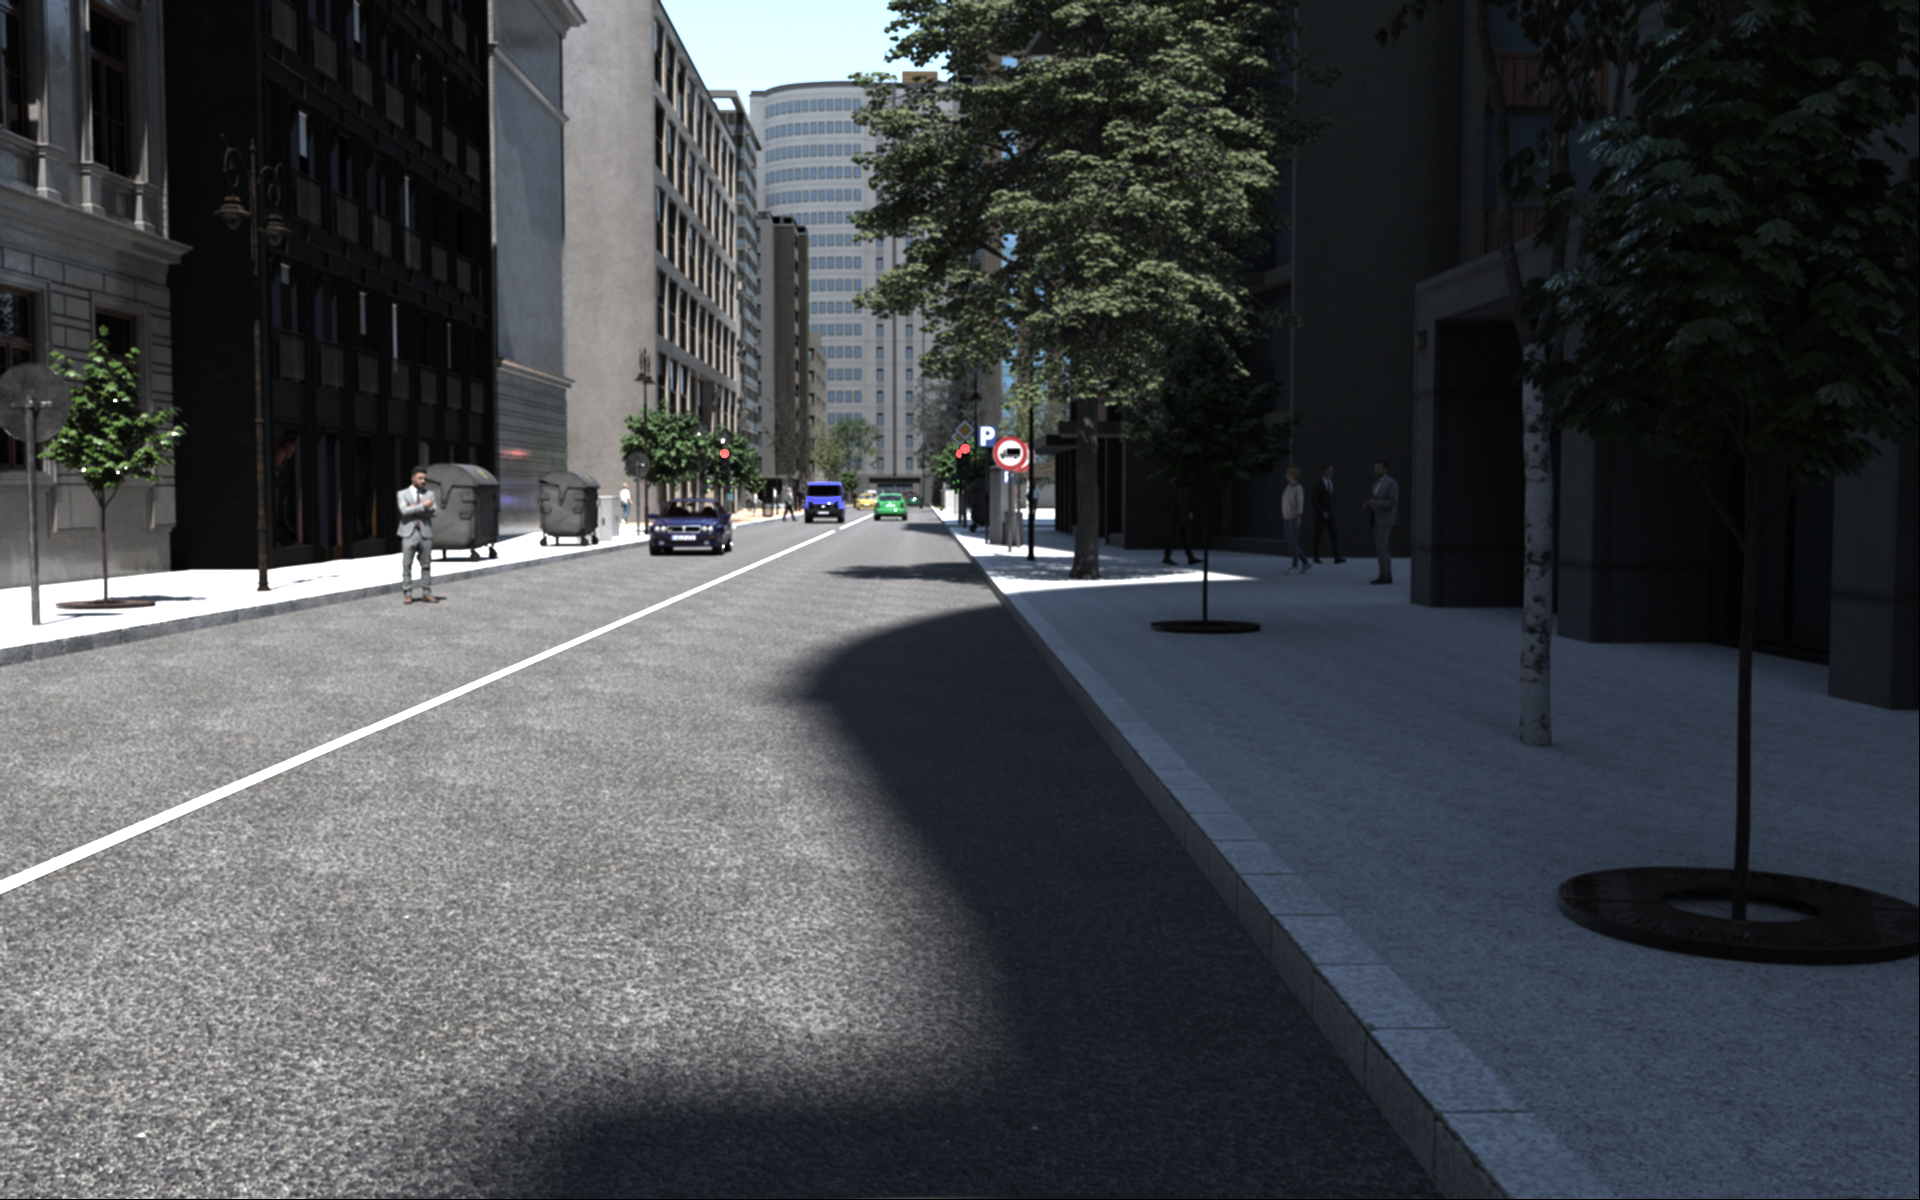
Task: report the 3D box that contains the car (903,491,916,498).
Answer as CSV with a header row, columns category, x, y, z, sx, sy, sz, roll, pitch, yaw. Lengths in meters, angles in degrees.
category,x,y,z,sx,sy,sz,roll,pitch,yaw
car,-5.992,-12.066,205.952,2.281,1.827,5.304,0,4,-1

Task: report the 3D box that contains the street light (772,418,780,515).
category,x,y,z,sx,sy,sz,roll,pitch,yaw
street light,-11.106,-8.094,105.119,0.468,5.910,1.993,0,4,-1

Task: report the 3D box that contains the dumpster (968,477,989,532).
category,x,y,z,sx,sy,sz,roll,pitch,yaw
dumpster,0.935,-3.233,58.619,1.264,1.857,1.865,0,4,-1

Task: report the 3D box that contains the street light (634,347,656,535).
category,x,y,z,sx,sy,sz,roll,pitch,yaw
street light,-9.914,-5.007,54.644,0.468,5.910,1.993,0,4,-1

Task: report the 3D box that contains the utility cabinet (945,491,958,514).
category,x,y,z,sx,sy,sz,roll,pitch,yaw
utility cabinet,-0.348,-6.070,107.925,1.173,1.500,0.318,0,4,-3

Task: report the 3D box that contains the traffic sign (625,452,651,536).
category,x,y,z,sx,sy,sz,roll,pitch,yaw
traffic sign,-9.738,-3.196,52.361,0.768,2.556,0.104,0,4,2

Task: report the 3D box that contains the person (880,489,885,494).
category,x,y,z,sx,sy,sz,roll,pitch,yaw
person,-5.776,-7.439,130.408,0.520,1.790,0.573,-2,4,-27

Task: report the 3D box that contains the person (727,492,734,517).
category,x,y,z,sx,sy,sz,roll,pitch,yaw
person,-12.496,-5.356,93.954,0.444,1.785,0.601,-1,4,-17

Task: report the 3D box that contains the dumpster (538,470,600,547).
category,x,y,z,sx,sy,sz,roll,pitch,yaw
dumpster,-9.692,-2.272,42.903,1.264,1.857,1.865,0,4,-1

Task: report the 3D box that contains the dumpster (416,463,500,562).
category,x,y,z,sx,sy,sz,roll,pitch,yaw
dumpster,-9.642,-1.677,33.179,1.264,1.857,1.865,0,4,-1

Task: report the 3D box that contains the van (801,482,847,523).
category,x,y,z,sx,sy,sz,roll,pitch,yaw
van,-6.772,-5.049,86.934,2.240,2.365,5.245,0,4,-2

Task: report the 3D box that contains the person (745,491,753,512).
category,x,y,z,sx,sy,sz,roll,pitch,yaw
person,-15.168,-7.231,124.447,0.592,1.802,0.473,0,4,-8

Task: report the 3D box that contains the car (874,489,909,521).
category,x,y,z,sx,sy,sz,roll,pitch,yaw
car,-3.786,-5.280,95.120,1.959,1.807,4.718,0,4,-1

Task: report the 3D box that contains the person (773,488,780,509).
category,x,y,z,sx,sy,sz,roll,pitch,yaw
person,-15.468,-8.499,145.095,0.850,1.850,0.679,0,4,5

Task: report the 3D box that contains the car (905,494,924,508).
category,x,y,z,sx,sy,sz,roll,pitch,yaw
car,-4.659,-9.903,173.715,2.131,1.459,4.920,0,4,-2

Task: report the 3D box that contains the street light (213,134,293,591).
category,x,y,z,sx,sy,sz,roll,pitch,yaw
street light,-9.214,-3.055,22.736,0.468,5.910,1.993,0,4,-1

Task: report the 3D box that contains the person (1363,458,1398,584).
category,x,y,z,sx,sy,sz,roll,pitch,yaw
person,5.972,-1.135,24.797,0.583,1.804,0.606,-1,4,-20

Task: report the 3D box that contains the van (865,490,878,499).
category,x,y,z,sx,sy,sz,roll,pitch,yaw
van,-10.048,-11.493,194.918,2.013,2.044,4.112,0,4,-1

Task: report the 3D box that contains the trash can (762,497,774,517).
category,x,y,z,sx,sy,sz,roll,pitch,yaw
trash can,-10.634,-5.148,95.830,0.748,1.137,0.748,0,3,0

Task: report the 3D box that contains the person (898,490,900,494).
category,x,y,z,sx,sy,sz,roll,pitch,yaw
person,-6.253,-10.431,178.980,0.705,1.831,1.348,1,4,9

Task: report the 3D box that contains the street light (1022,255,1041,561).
category,x,y,z,sx,sy,sz,roll,pitch,yaw
street light,1.375,-3.703,33.329,0.468,5.910,1.993,0,4,-1

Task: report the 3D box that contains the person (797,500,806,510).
category,x,y,z,sx,sy,sz,roll,pitch,yaw
person,-12.838,-7.993,142.231,1.012,1.151,0.738,3,4,37

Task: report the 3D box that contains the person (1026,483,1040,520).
category,x,y,z,sx,sy,sz,roll,pitch,yaw
person,3.656,-4.929,86.731,0.679,1.850,0.850,0,4,6

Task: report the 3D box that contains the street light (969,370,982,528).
category,x,y,z,sx,sy,sz,roll,pitch,yaw
street light,0.581,-5.637,64.950,0.468,5.910,1.993,0,4,-1

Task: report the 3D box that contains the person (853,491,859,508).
category,x,y,z,sx,sy,sz,roll,pitch,yaw
person,-10.466,-10.090,173.998,0.721,1.766,1.217,-2,4,-31

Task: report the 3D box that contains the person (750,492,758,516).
category,x,y,z,sx,sy,sz,roll,pitch,yaw
person,-12.167,-5.755,102.738,0.503,1.515,0.523,1,4,23

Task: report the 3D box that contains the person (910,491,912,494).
category,x,y,z,sx,sy,sz,roll,pitch,yaw
person,-5.709,-11.563,198.242,0.721,1.739,1.217,0,4,7

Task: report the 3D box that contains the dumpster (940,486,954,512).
category,x,y,z,sx,sy,sz,roll,pitch,yaw
dumpster,-0.860,-7.414,126.976,1.264,1.857,1.865,0,4,-1

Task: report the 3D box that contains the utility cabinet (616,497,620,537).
category,x,y,z,sx,sy,sz,roll,pitch,yaw
utility cabinet,-10.444,-2.483,51.758,0.306,1.237,1.020,0,4,6

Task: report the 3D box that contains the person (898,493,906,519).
category,x,y,z,sx,sy,sz,roll,pitch,yaw
person,-3.308,-5.312,97.940,0.523,1.515,0.503,0,4,-3

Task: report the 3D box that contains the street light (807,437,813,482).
category,x,y,z,sx,sy,sz,roll,pitch,yaw
street light,-11.886,-10.028,136.741,0.468,5.910,1.993,0,4,-1

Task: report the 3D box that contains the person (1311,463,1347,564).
category,x,y,z,sx,sy,sz,roll,pitch,yaw
person,6.804,-1.599,31.970,0.659,1.850,0.755,-2,4,-27

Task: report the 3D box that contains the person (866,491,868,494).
category,x,y,z,sx,sy,sz,roll,pitch,yaw
person,-9.919,-10.831,186.305,0.721,1.735,1.217,2,4,27

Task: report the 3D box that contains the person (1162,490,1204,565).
category,x,y,z,sx,sy,sz,roll,pitch,yaw
person,4.037,-1.558,31.291,0.755,1.850,0.659,1,4,12

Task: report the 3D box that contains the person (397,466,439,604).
category,x,y,z,sx,sy,sz,roll,pitch,yaw
person,-7.088,-0.857,22.688,0.466,1.800,0.511,3,5,43

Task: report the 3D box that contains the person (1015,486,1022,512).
category,x,y,z,sx,sy,sz,roll,pitch,yaw
person,3.924,-6.831,117.702,0.580,1.828,0.573,-1,4,-14

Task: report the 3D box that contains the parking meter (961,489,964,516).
category,x,y,z,sx,sy,sz,roll,pitch,yaw
parking meter,0.155,-5.949,102.972,0.399,1.863,0.255,-3,5,-39

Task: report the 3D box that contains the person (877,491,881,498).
category,x,y,z,sx,sy,sz,roll,pitch,yaw
person,-8.699,-11.013,189.285,0.721,1.735,1.217,2,4,33

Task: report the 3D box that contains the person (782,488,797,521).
category,x,y,z,sx,sy,sz,roll,pitch,yaw
person,-8.971,-5.050,91.466,0.834,1.777,0.661,0,4,4

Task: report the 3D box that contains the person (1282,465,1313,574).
category,x,y,z,sx,sy,sz,roll,pitch,yaw
person,5.400,-1.288,27.766,0.598,1.740,0.731,-2,4,-23

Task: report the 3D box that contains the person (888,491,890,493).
category,x,y,z,sx,sy,sz,roll,pitch,yaw
person,-8.966,-12.958,219.989,0.705,1.869,1.348,3,5,44

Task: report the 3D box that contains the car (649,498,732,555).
category,x,y,z,sx,sy,sz,roll,pitch,yaw
car,-6.481,-1.790,41.855,1.945,1.354,3.894,0,4,-3

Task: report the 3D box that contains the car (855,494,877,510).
category,x,y,z,sx,sy,sz,roll,pitch,yaw
car,-8.387,-8.899,155.728,2.015,1.641,3.980,0,4,-3

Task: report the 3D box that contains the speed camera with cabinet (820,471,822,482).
category,x,y,z,sx,sy,sz,roll,pitch,yaw
speed camera with cabinet,-11.812,-9.386,147.789,0.660,3.252,2.038,0,4,7

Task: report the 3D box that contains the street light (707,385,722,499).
category,x,y,z,sx,sy,sz,roll,pitch,yaw
street light,-10.398,-6.159,73.495,0.468,5.910,1.993,0,4,-1

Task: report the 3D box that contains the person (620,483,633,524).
category,x,y,z,sx,sy,sz,roll,pitch,yaw
person,-14.174,-4.079,73.414,0.731,1.740,0.598,1,4,22

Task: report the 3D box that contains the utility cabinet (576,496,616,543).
category,x,y,z,sx,sy,sz,roll,pitch,yaw
utility cabinet,-9.711,-2.132,46.014,0.306,1.237,1.020,3,4,39
